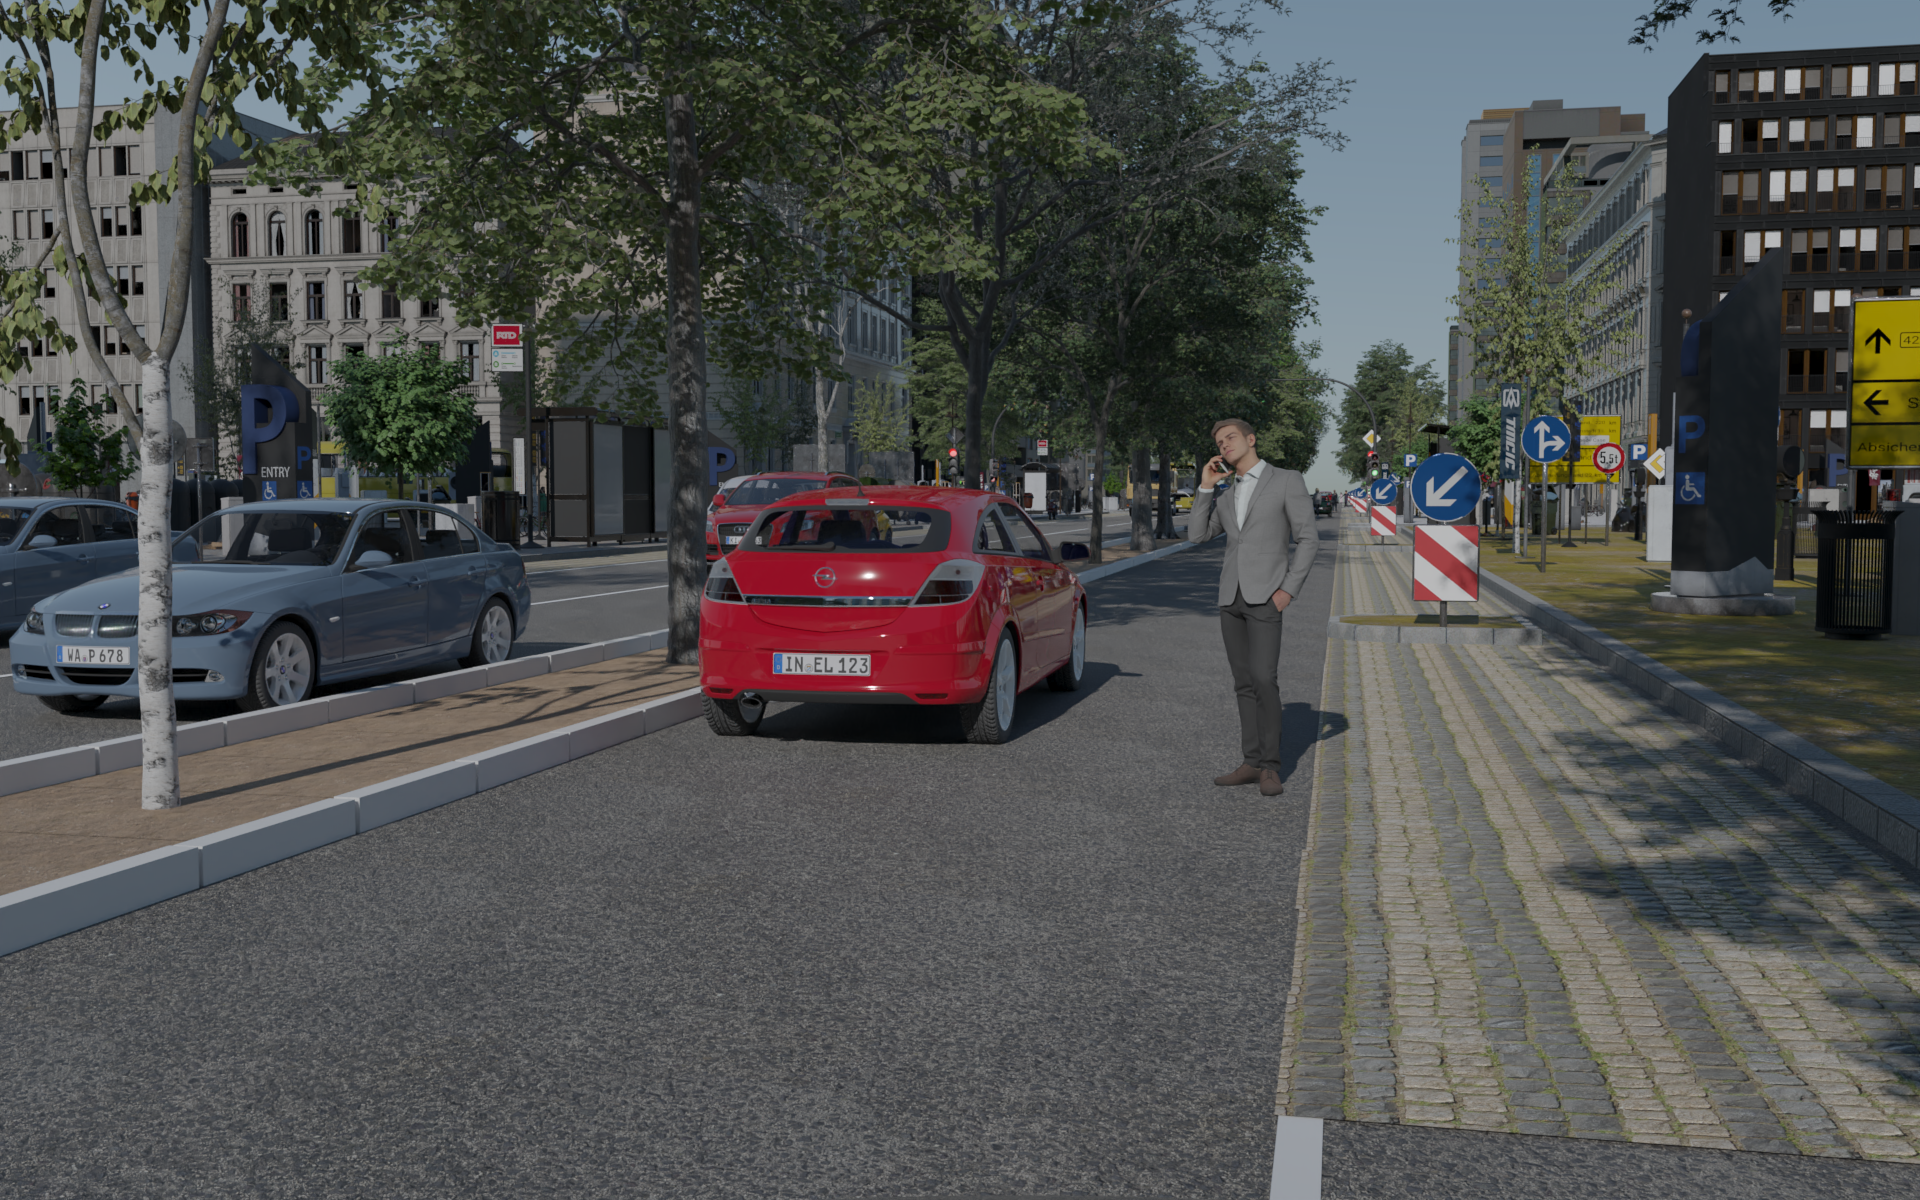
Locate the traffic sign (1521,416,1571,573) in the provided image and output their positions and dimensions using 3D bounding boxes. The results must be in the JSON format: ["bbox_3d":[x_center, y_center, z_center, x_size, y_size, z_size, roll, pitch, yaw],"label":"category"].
[{"bbox_3d":[9.528,-1.720,28.222,0.768,2.556,0.104,1,4,17],"label":"traffic sign"}]

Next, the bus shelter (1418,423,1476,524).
[{"bbox_3d":[16.966,-4.224,60.340,1.731,3.624,6.357,1,4,12],"label":"bus shelter"}]

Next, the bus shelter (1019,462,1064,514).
[{"bbox_3d":[5.272,-7.217,111.924,2.014,3.302,5.546,1,4,13],"label":"bus shelter"}]

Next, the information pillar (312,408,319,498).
[{"bbox_3d":[-15.401,-3.029,40.871,0.183,3.616,0.504,3,4,38],"label":"information pillar"}]

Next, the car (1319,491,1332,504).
[{"bbox_3d":[45.297,-12.600,214.678,2.281,1.827,5.304,1,4,12],"label":"car"}]

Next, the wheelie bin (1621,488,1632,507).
[{"bbox_3d":[35.144,-5.067,90.745,0.980,1.594,0.693,2,4,27],"label":"wheelie bin"}]

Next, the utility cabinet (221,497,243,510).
[{"bbox_3d":[-15.074,-1.557,36.616,0.306,1.237,1.020,2,4,33],"label":"utility cabinet"}]

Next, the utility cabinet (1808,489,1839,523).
[{"bbox_3d":[37.747,-4.101,75.735,1.173,1.500,0.318,1,4,13],"label":"utility cabinet"}]

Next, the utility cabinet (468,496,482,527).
[{"bbox_3d":[-14.888,-2.604,53.742,0.306,1.237,1.020,1,4,14],"label":"utility cabinet"}]

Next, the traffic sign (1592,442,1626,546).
[{"bbox_3d":[15.983,-2.606,42.721,0.768,2.556,0.104,1,4,16],"label":"traffic sign"}]

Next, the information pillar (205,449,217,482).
[{"bbox_3d":[-32.878,-5.179,76.027,0.504,3.616,0.183,-1,4,-16],"label":"information pillar"}]

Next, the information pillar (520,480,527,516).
[{"bbox_3d":[-22.996,-5.302,91.178,0.304,2.012,0.304,3,5,40],"label":"information pillar"}]

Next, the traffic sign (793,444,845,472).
[{"bbox_3d":[-5.771,-4.710,70.882,2.265,3.308,0.079,1,4,17],"label":"traffic sign"}]

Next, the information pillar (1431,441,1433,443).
[{"bbox_3d":[20.974,-5.235,76.946,0.183,3.616,0.504,2,4,28],"label":"information pillar"}]

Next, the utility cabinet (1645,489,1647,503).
[{"bbox_3d":[29.181,-3.923,72.816,1.173,1.500,0.318,-1,4,-22],"label":"utility cabinet"}]

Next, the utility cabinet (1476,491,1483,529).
[{"bbox_3d":[18.902,-3.347,63.404,0.318,1.500,1.173,1,4,22],"label":"utility cabinet"}]

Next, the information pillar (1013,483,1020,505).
[{"bbox_3d":[3.627,-6.519,111.075,0.304,2.012,0.304,-3,4,-39],"label":"information pillar"}]

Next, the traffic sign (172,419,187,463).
[{"bbox_3d":[-13.360,-1.778,29.173,0.768,2.556,0.104,1,4,14],"label":"traffic sign"}]

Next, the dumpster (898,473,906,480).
[{"bbox_3d":[-3.135,-4.774,80.546,1.502,2.255,1.985,1,4,13],"label":"dumpster"}]

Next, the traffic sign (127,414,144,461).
[{"bbox_3d":[-12.849,-1.666,27.338,0.768,2.556,0.104,1,4,19],"label":"traffic sign"}]

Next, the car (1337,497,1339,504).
[{"bbox_3d":[56.338,-15.294,261.852,2.131,1.459,4.920,1,4,14],"label":"car"}]

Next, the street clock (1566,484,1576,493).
[{"bbox_3d":[28.207,-4.616,80.043,0.471,2.002,0.358,0,4,-4],"label":"street clock"}]

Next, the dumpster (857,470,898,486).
[{"bbox_3d":[-3.600,-4.134,70.089,1.502,2.255,1.985,1,4,12],"label":"dumpster"}]

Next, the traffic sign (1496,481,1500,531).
[{"bbox_3d":[17.152,-3.369,55.190,0.768,2.556,0.104,1,4,17],"label":"traffic sign"}]

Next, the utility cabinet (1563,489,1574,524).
[{"bbox_3d":[25.637,-4.001,74.088,1.173,1.500,0.318,-1,4,-11],"label":"utility cabinet"}]

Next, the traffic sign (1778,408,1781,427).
[{"bbox_3d":[9.103,-1.227,20.168,0.768,2.556,0.104,1,4,22],"label":"traffic sign"}]

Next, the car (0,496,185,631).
[{"bbox_3d":[-9.514,-0.322,17.273,2.014,1.417,4.499,1,4,12],"label":"car"}]

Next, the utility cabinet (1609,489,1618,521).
[{"bbox_3d":[30.934,-4.484,81.985,0.318,1.500,1.173,1,4,16],"label":"utility cabinet"}]

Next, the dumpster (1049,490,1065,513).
[{"bbox_3d":[6.906,-7.020,120.539,1.264,1.857,1.865,1,4,12],"label":"dumpster"}]

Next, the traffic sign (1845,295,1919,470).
[{"bbox_3d":[10.285,-1.456,17.682,2.265,3.308,0.079,1,4,17],"label":"traffic sign"}]

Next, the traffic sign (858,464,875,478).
[{"bbox_3d":[-3.933,-4.457,72.981,0.768,2.556,0.104,1,4,18],"label":"traffic sign"}]

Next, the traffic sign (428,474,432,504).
[{"bbox_3d":[-12.080,-2.408,39.473,0.768,2.556,0.104,1,4,18],"label":"traffic sign"}]

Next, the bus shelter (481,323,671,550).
[{"bbox_3d":[-9.379,-4.009,43.175,2.179,5.291,8.768,1,4,12],"label":"bus shelter"}]

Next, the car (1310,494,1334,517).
[{"bbox_3d":[22.256,-5.988,107.693,2.009,1.686,4.222,1,4,11],"label":"car"}]

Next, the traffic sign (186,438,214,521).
[{"bbox_3d":[-13.820,-1.796,31.500,0.606,2.300,0.079,1,4,18],"label":"traffic sign"}]

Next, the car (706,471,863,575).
[{"bbox_3d":[-2.743,-1.210,28.451,2.281,1.827,5.304,1,4,11],"label":"car"}]

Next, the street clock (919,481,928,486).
[{"bbox_3d":[-2.055,-5.695,97.688,0.471,2.002,0.358,-2,4,-31],"label":"street clock"}]

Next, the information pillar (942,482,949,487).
[{"bbox_3d":[-0.870,-6.026,103.012,0.304,2.012,0.304,-3,4,-38],"label":"information pillar"}]

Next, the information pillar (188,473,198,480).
[{"bbox_3d":[-26.339,-3.375,59.674,0.304,2.012,0.304,2,4,34],"label":"information pillar"}]

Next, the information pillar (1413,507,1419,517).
[{"bbox_3d":[26.130,-6.574,98.833,0.183,3.616,0.504,2,4,32],"label":"information pillar"}]

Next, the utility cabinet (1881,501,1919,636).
[{"bbox_3d":[8.803,-0.305,16.145,0.306,1.237,1.020,2,4,23],"label":"utility cabinet"}]

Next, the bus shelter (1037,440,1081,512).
[{"bbox_3d":[7.359,-9.344,130.413,2.179,5.291,8.768,1,4,13],"label":"bus shelter"}]

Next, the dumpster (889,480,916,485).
[{"bbox_3d":[-2.468,-4.044,71.874,1.264,1.857,1.865,1,4,12],"label":"dumpster"}]

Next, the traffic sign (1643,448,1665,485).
[{"bbox_3d":[17.503,-2.580,43.375,0.795,2.450,0.064,1,4,18],"label":"traffic sign"}]

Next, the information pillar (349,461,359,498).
[{"bbox_3d":[-17.482,-3.584,49.951,0.183,3.616,0.504,-3,5,-42],"label":"information pillar"}]

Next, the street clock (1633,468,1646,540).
[{"bbox_3d":[18.947,-2.675,48.310,0.358,2.002,0.471,1,4,11],"label":"street clock"}]

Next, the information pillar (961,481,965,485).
[{"bbox_3d":[0.257,-5.751,98.523,0.304,2.012,0.304,-2,4,-30],"label":"information pillar"}]

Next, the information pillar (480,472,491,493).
[{"bbox_3d":[-15.921,-3.283,58.169,0.304,2.012,0.304,0,4,-5],"label":"information pillar"}]

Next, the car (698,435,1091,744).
[{"bbox_3d":[-0.269,-0.152,11.534,2.155,1.783,4.494,1,4,13],"label":"car"}]

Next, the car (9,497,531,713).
[{"bbox_3d":[-4.800,-0.044,12.722,2.014,1.417,4.499,1,4,13],"label":"car"}]

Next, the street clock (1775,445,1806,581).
[{"bbox_3d":[12.257,-1.292,25.688,0.471,2.002,0.358,-1,4,-23],"label":"street clock"}]

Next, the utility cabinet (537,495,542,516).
[{"bbox_3d":[-22.270,-4.989,92.728,1.020,1.237,0.306,-1,4,-18],"label":"utility cabinet"}]

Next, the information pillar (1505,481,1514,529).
[{"bbox_3d":[20.117,-4.409,63.440,0.183,3.616,0.504,-1,4,-19],"label":"information pillar"}]

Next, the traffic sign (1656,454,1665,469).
[{"bbox_3d":[16.776,-2.419,40.730,0.795,2.450,0.064,1,4,19],"label":"traffic sign"}]
